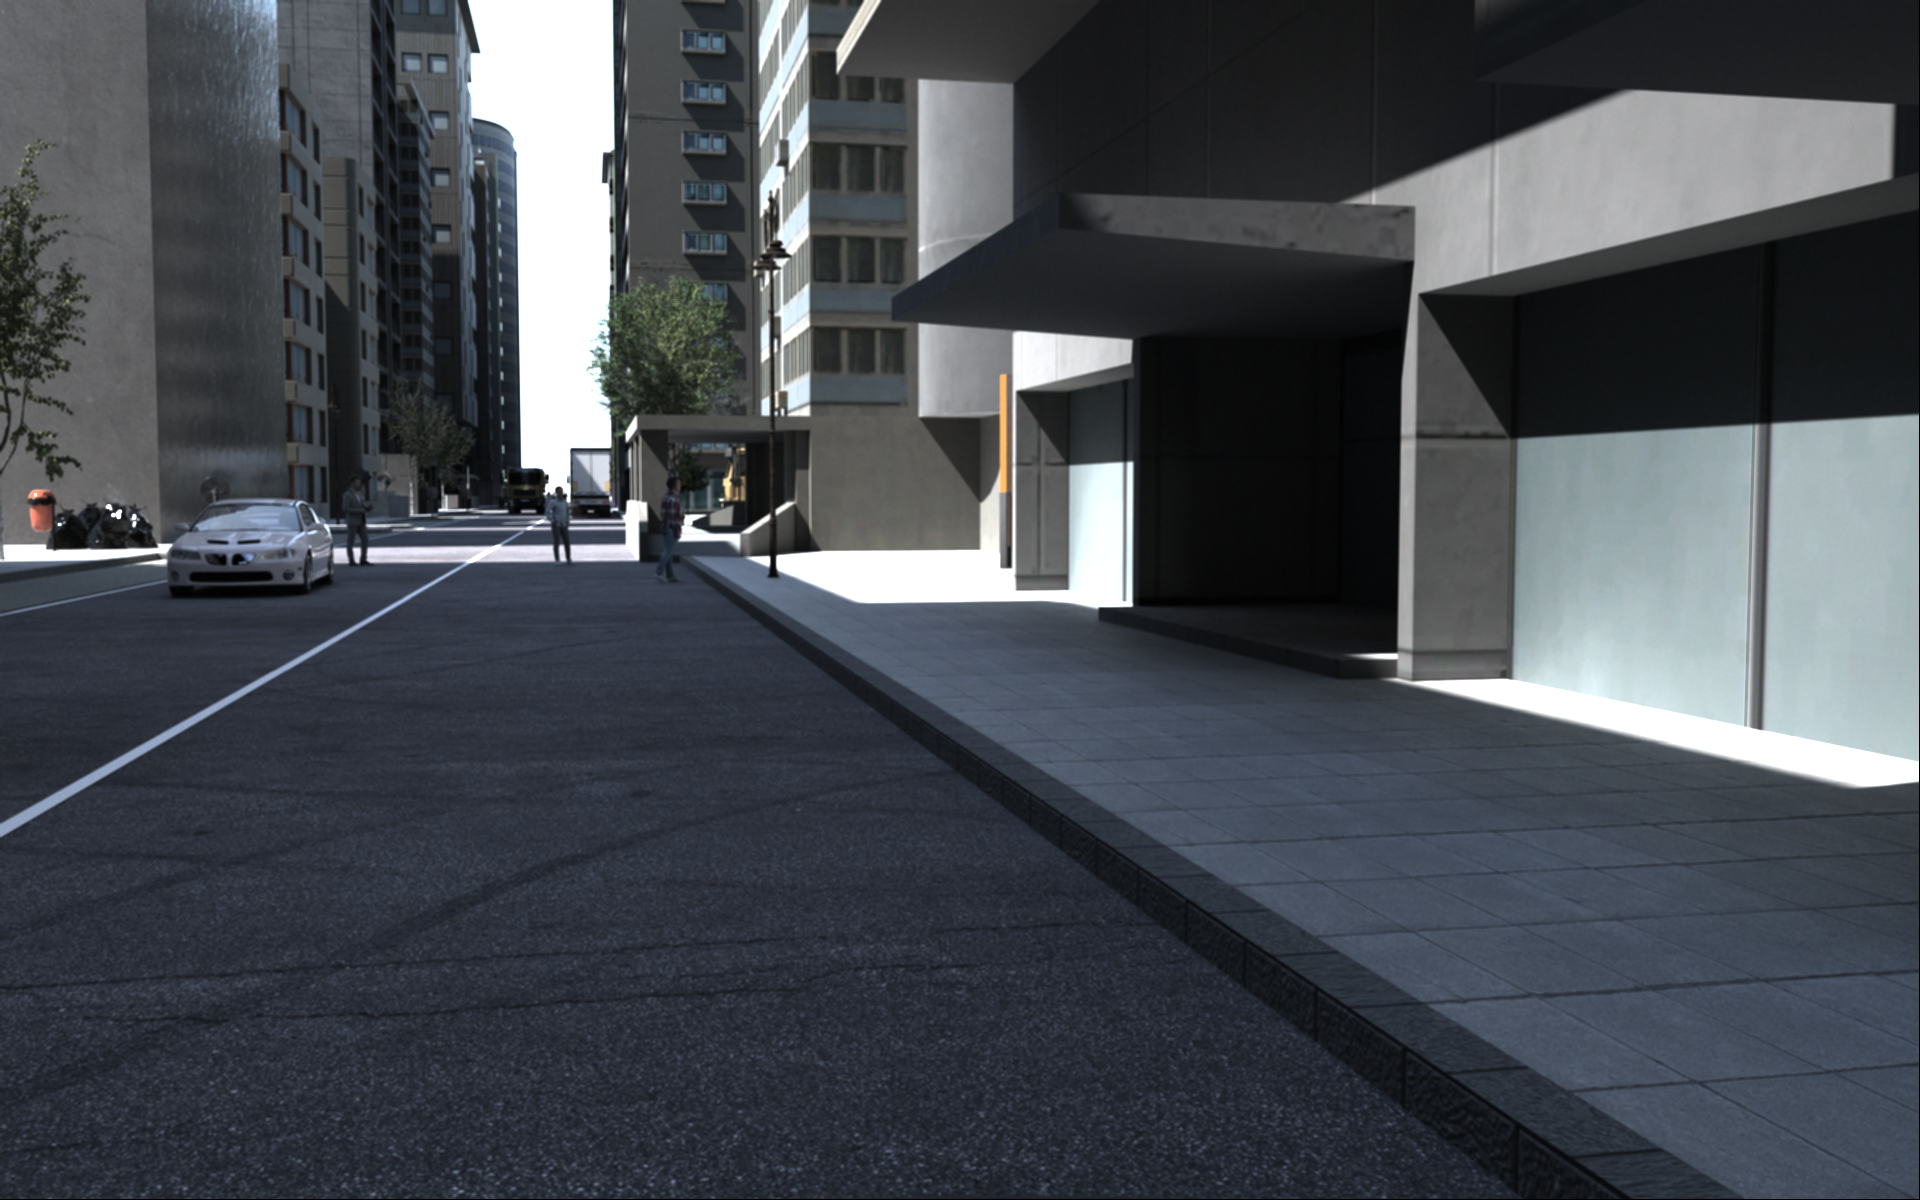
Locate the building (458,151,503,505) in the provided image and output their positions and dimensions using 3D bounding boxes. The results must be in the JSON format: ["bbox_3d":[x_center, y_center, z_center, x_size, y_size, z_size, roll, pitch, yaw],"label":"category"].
[{"bbox_3d":[-60.804,-31.620,200.584,14.154,41.232,14.086,-1,4,-12],"label":"building"}]

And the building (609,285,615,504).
[{"bbox_3d":[-41.450,-28.663,240.336,14.160,30.474,14.107,-1,4,-12],"label":"building"}]

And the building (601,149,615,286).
[{"bbox_3d":[-39.163,-41.121,261.568,28.713,52.752,27.495,-1,4,-12],"label":"building"}]

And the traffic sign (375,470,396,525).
[{"bbox_3d":[-23.595,-4.131,71.178,0.795,2.450,0.064,-1,4,-12],"label":"traffic sign"}]

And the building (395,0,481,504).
[{"bbox_3d":[-64.364,-36.004,177.901,28.713,52.752,27.495,-1,4,-12],"label":"building"}]

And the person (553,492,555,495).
[{"bbox_3d":[-63.182,-15.876,268.792,1.217,1.743,0.721,2,4,27],"label":"person"}]

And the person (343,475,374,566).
[{"bbox_3d":[-12.000,-1.584,34.594,0.583,1.804,0.606,1,4,11],"label":"person"}]

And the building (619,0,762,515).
[{"bbox_3d":[-11.736,-30.128,116.292,21.300,48.544,21.600,-1,4,-12],"label":"building"}]

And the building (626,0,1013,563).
[{"bbox_3d":[7.593,-21.610,45.202,32.217,40.220,23.993,-1,4,-12],"label":"building"}]

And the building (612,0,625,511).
[{"bbox_3d":[-20.957,-27.971,140.925,14.154,41.232,14.086,-1,4,-12],"label":"building"}]

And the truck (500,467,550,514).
[{"bbox_3d":[-31.978,-8.068,127.833,3.469,3.379,9.791,-1,4,-12],"label":"truck"}]

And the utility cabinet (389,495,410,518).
[{"bbox_3d":[-30.453,-5.068,94.016,1.020,1.237,0.306,-1,4,-19],"label":"utility cabinet"}]

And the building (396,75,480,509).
[{"bbox_3d":[-59.658,-28.149,152.124,32.217,40.220,23.993,-1,4,-12],"label":"building"}]

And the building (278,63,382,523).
[{"bbox_3d":[-43.459,-14.442,81.166,27.650,21.520,28.899,-1,4,-12],"label":"building"}]

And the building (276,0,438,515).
[{"bbox_3d":[-45.611,-41.246,112.624,20.563,71.187,20.611,-1,4,-12],"label":"building"}]

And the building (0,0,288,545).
[{"bbox_3d":[-38.968,-14.960,49.105,34.151,26.468,19.350,-1,4,-12],"label":"building"}]

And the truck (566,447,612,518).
[{"bbox_3d":[-23.327,-7.352,109.121,2.839,4.237,11.283,-1,4,-13],"label":"truck"}]

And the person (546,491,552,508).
[{"bbox_3d":[-37.105,-9.008,156.443,0.621,1.740,0.551,1,4,18],"label":"person"}]

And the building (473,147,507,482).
[{"bbox_3d":[-74.705,-37.796,237.570,23.786,49.044,30.456,-1,4,-12],"label":"building"}]

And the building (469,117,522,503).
[{"bbox_3d":[-79.171,-44.333,266.839,21.231,58.520,28.212,-1,4,-12],"label":"building"}]

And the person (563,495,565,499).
[{"bbox_3d":[-40.688,-10.177,178.115,0.599,1.433,0.991,-3,4,-39],"label":"person"}]

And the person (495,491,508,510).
[{"bbox_3d":[-41.404,-8.999,156.369,1.217,1.736,0.721,-1,4,-9],"label":"person"}]

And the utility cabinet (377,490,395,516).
[{"bbox_3d":[-33.491,-5.647,101.009,0.318,1.500,1.173,2,4,34],"label":"utility cabinet"}]

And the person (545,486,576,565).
[{"bbox_3d":[-8.060,-1.503,34.891,0.589,1.601,0.330,-2,4,-34],"label":"person"}]

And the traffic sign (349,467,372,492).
[{"bbox_3d":[-21.922,-3.653,63.370,0.795,2.450,0.064,-1,4,-12],"label":"traffic sign"}]

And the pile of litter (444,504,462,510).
[{"bbox_3d":[-42.065,-7.957,144.055,1.719,0.858,1.176,-1,4,-19],"label":"pile of litter"}]

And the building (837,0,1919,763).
[{"bbox_3d":[14.086,-25.842,11.763,28.713,52.752,27.495,-1,4,-12],"label":"building"}]

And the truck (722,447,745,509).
[{"bbox_3d":[-5.707,-4.618,71.425,9.791,3.379,3.469,-1,4,-11],"label":"truck"}]

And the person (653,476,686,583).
[{"bbox_3d":[-4.736,-1.153,28.189,0.643,1.720,0.563,-2,4,-27],"label":"person"}]

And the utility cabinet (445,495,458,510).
[{"bbox_3d":[-41.178,-7.899,140.312,0.306,1.237,1.020,3,5,43],"label":"utility cabinet"}]

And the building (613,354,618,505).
[{"bbox_3d":[-25.007,-21.503,196.605,27.650,21.520,28.899,-1,4,-12],"label":"building"}]

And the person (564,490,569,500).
[{"bbox_3d":[-42.737,-10.958,187.643,1.348,1.826,0.705,3,4,38],"label":"person"}]

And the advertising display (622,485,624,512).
[{"bbox_3d":[-24.440,-7.366,125.652,0.123,1.923,0.974,-1,4,-8],"label":"advertising display"}]

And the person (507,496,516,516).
[{"bbox_3d":[-29.560,-6.198,114.088,0.590,1.304,0.306,0,4,-2],"label":"person"}]
